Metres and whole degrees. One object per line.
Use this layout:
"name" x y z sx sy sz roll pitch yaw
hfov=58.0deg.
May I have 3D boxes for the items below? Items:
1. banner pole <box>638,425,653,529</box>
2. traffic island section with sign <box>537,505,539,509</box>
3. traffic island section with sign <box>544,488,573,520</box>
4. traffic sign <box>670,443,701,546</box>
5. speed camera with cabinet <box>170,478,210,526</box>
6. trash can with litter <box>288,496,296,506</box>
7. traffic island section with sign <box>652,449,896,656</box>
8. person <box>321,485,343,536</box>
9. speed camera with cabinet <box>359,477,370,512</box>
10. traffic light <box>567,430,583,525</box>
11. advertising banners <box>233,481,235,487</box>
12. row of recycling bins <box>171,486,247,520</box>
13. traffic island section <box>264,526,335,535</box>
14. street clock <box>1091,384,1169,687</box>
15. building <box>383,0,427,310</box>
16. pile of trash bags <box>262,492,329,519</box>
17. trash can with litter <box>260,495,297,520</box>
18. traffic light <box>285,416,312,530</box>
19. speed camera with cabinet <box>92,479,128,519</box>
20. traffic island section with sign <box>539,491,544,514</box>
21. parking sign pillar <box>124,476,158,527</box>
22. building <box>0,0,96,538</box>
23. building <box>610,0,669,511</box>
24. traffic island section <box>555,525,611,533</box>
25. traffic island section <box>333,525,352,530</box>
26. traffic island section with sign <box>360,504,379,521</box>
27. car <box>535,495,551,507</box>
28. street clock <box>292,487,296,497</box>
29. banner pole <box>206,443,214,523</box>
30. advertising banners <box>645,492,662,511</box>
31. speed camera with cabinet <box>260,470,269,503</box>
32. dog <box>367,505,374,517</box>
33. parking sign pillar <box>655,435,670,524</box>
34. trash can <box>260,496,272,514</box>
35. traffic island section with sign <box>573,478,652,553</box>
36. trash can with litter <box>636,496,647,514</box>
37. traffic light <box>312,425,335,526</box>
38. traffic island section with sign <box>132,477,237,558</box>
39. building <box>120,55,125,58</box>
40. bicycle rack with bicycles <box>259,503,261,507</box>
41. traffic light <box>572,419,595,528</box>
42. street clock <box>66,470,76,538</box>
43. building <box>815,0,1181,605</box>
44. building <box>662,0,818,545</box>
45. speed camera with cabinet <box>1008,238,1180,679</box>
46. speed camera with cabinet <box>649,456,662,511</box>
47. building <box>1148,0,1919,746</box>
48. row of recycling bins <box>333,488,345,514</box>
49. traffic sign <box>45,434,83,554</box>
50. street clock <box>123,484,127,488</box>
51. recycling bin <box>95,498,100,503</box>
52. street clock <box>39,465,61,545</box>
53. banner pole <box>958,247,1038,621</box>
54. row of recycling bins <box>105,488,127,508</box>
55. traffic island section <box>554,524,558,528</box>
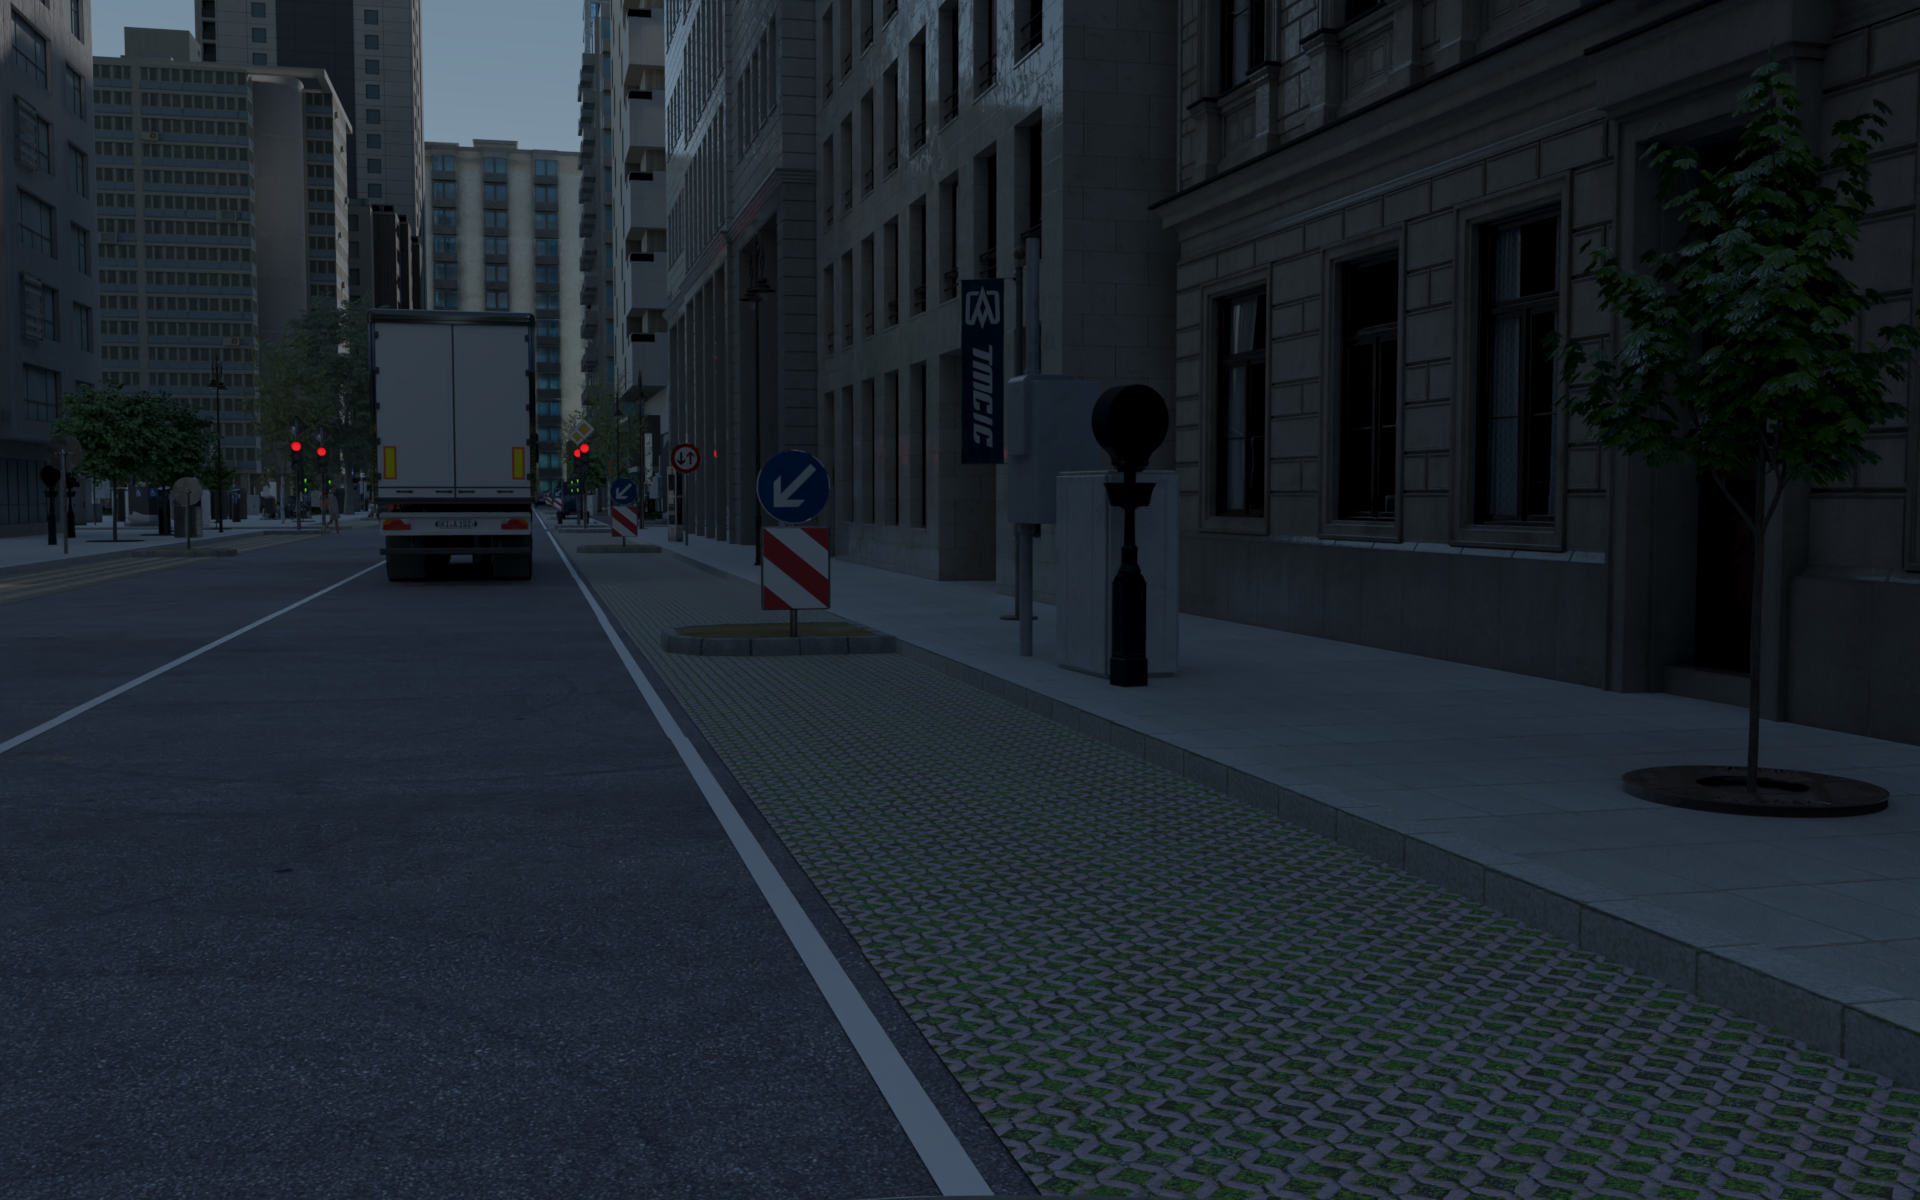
"banner pole" -11.395 -4.458 62.898 0.401 3.779 0.863 -3 5 -44
"traffic island section with sign" -40.837 -9.956 171.407 1.989 1.847 2.006 -1 4 -14
"traffic island section with sign" -21.917 -5.357 96.221 1.989 1.847 2.006 -1 4 -14
"traffic sign" -6.805 -2.627 43.057 0.768 2.556 0.104 0 4 -6
"speed camera with cabinet" -30.551 -4.544 68.627 0.660 3.252 2.038 0 4 6
"trash can with litter" -47.624 -6.865 123.631 0.624 1.170 1.055 0 4 -4
"traffic island section with sign" -1.766 -0.461 16.163 1.989 1.847 2.006 -1 4 -14
"person" -21.376 -3.040 58.955 0.466 1.731 0.760 2 4 35
"speed camera with cabinet" -43.448 -8.028 125.594 0.660 3.252 2.038 0 4 2
"traffic light" -15.947 -5.096 72.240 0.839 4.253 0.868 -1 4 -14
"advertising banners" -57.480 -8.591 136.647 0.090 3.025 2.074 -2 4 -35
"row of recycling bins" -37.612 -4.876 86.834 3.534 1.692 1.069 -3 4 -37
"traffic island section" -23.745 -2.440 62.170 2.009 0.180 2.903 -1 4 -14
"street clock" 1.131 -0.427 11.552 0.471 2.002 0.358 -2 4 -26
"building" -73.241 -46.653 201.030 20.611 71.187 20.563 -1 4 -14
"pile of trash bags" -34.497 -4.930 90.349 1.912 1.369 3.447 3 5 43
"trash can with litter" -33.709 -4.564 85.673 2.233 1.210 1.678 -2 4 -35
"traffic light" -23.703 -4.472 62.045 0.839 4.253 0.868 -1 4 -14
"speed camera with cabinet" -44.090 -5.866 90.239 2.038 3.252 0.660 0 4 2
"traffic island section with sign" -28.560 -6.971 122.611 1.989 1.847 2.006 -1 4 -14
"parking sign pillar" -32.442 -4.909 68.742 1.447 3.967 1.447 2 4 31
"building" -34.795 -22.544 52.188 14.086 41.232 14.154 -1 4 -14
"building" -11.813 -33.069 129.909 28.713 52.752 27.495 -1 4 -14
"traffic island section" -13.956 -2.590 64.620 2.009 0.180 2.903 -1 4 -14
"traffic island section" -25.694 -2.913 69.914 2.009 0.180 2.903 -1 4 -14
"traffic island section with sign" -31.390 -5.213 93.855 1.989 1.847 2.006 -1 4 -14
"car" -45.721 -10.841 189.826 1.945 1.354 3.894 -1 4 -14
"street clock" -52.689 -8.121 137.342 0.471 2.002 0.358 -1 4 -12
"banner pole" -33.831 -5.397 78.250 0.401 3.779 0.863 1 4 12
"advertising banners" -15.793 -5.900 92.659 2.074 3.025 0.090 -1 4 -20
"speed camera with cabinet" -52.841 -8.403 131.730 0.660 3.252 2.038 -2 4 -27
"dog" -33.366 -4.982 98.296 0.513 0.831 0.800 0 4 -5
"parking sign pillar" -12.498 -5.293 75.019 1.447 3.967 1.447 -2 4 -28
"trash can" -42.934 -5.845 107.225 0.748 1.137 0.748 0 3 0
"traffic island section with sign" -8.398 -2.072 42.513 1.989 1.847 2.006 -1 4 -14
"trash can with litter" -17.912 -5.337 98.651 1.055 1.170 0.624 1 4 18
"traffic light" -25.653 -4.946 69.789 0.839 4.253 0.868 -1 4 -14
"traffic island section with sign" -17.827 -1.915 39.938 1.989 1.847 2.006 -1 4 -14
"building" -93.490 -34.986 195.714 21.600 48.544 21.300 -1 4 -14
"bicycle rack with bicycles" -51.498 -6.955 127.103 2.925 0.926 2.852 2 4 26
"traffic light" -13.998 -4.622 64.496 0.839 4.253 0.868 -1 4 -14
"street clock" -25.961 -2.811 50.530 0.358 2.002 0.471 0 4 -7
"building" 4.139 -10.625 28.466 10.420 20.320 16.860 -1 4 -14
"building" -2.008 -16.707 50.649 11.434 29.767 29.804 -1 4 -14
"speed camera with cabinet" 0.959 -1.136 12.907 0.660 3.252 2.038 -1 4 -18
"speed camera with cabinet" -15.282 -5.834 89.716 0.660 3.252 2.038 2 4 25
"building" 9.006 -8.958 11.094 10.561 19.102 19.286 -1 4 -14
"row of recycling bins" -40.296 -6.457 112.677 1.069 1.692 3.534 -1 4 -10
"traffic sign" -19.160 -2.259 37.045 0.768 2.556 0.104 0 4 -6
"street clock" -58.868 -7.204 122.354 0.358 2.002 0.471 1 4 20
"recycling bin" -64.879 -7.157 129.578 0.722 1.027 0.722 1 4 12
"street clock" -22.849 -2.384 43.549 0.471 2.002 0.358 -2 4 -24
"banner pole" 0.384 -1.695 17.723 0.863 3.779 0.401 1 4 19
"row of recycling bins" -54.308 -6.410 111.911 1.069 1.692 3.534 -3 5 -42
"traffic island section" -15.906 -3.063 72.364 2.009 0.180 2.903 -1 4 -14
